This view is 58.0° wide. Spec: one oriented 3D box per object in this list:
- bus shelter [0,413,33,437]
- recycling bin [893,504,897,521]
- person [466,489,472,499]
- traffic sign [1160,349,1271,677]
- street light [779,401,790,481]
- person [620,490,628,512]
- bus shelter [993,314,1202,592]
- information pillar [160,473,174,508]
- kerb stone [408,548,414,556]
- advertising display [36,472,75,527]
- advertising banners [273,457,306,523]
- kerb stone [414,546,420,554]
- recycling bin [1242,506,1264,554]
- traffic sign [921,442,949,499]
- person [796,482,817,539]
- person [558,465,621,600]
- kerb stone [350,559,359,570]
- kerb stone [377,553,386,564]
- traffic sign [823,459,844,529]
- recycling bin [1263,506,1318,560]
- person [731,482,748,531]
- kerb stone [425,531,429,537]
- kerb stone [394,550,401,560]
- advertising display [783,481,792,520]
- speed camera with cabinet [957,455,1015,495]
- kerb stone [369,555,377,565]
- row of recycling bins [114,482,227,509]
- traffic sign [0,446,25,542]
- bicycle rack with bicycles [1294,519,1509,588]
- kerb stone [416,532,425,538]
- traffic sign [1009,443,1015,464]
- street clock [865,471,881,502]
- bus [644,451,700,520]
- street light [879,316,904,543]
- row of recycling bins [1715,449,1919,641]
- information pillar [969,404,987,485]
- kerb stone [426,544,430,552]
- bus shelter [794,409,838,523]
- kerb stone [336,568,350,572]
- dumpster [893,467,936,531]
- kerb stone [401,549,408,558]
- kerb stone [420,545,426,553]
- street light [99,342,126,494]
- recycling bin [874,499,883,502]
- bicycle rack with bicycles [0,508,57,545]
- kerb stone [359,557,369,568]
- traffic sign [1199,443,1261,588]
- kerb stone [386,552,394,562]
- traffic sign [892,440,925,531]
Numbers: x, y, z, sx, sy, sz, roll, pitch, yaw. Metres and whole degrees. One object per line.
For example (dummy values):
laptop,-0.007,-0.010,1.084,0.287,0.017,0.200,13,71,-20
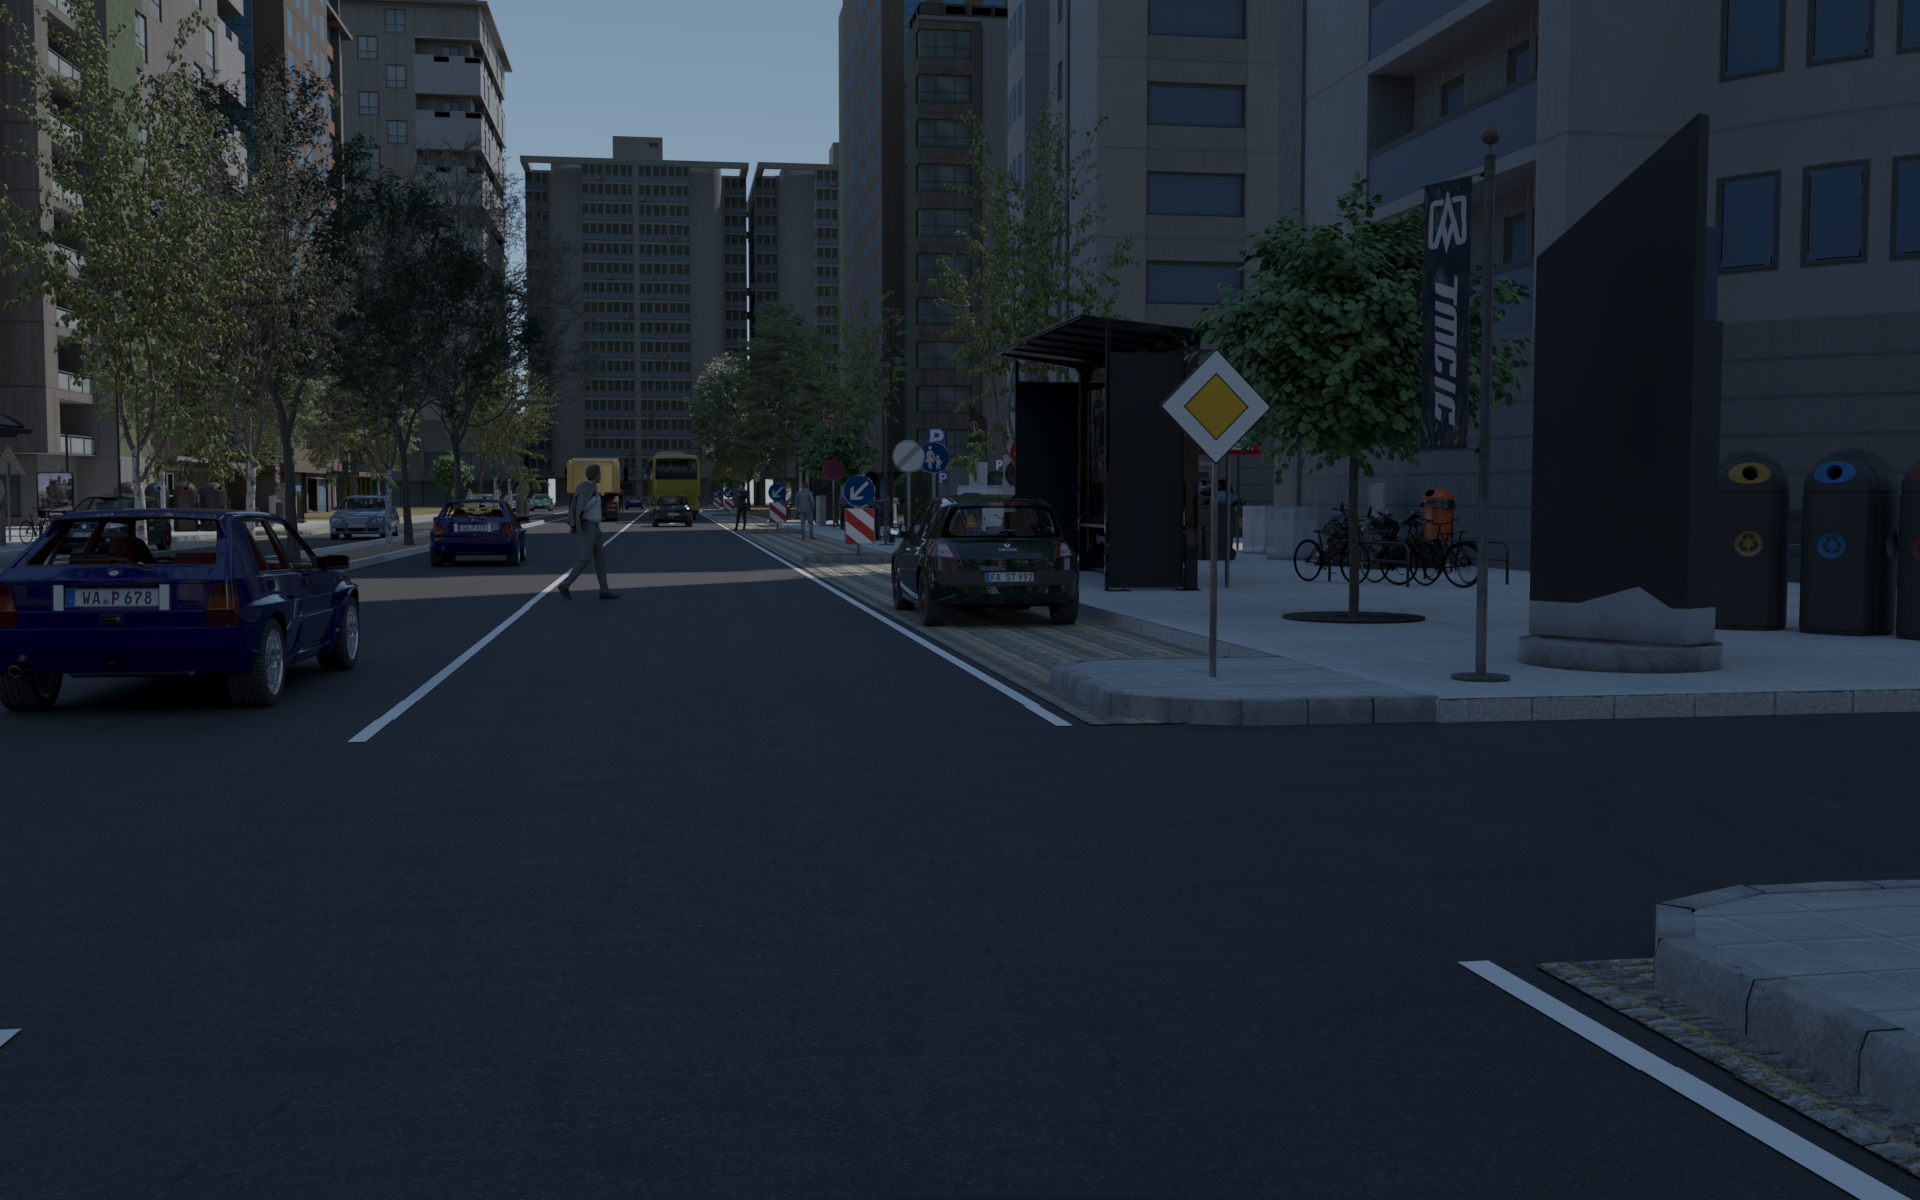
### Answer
bus shelter,-23.449,-2.820,40.024,2.014,3.302,5.546,-1,4,-10
recycling bin,-3.310,-4.350,83.675,0.722,1.027,0.722,2,4,27
person,-31.683,-6.282,111.877,0.621,1.740,0.551,-1,4,-15
traffic sign,1.771,-0.517,12.089,0.795,2.450,0.064,-1,4,-10
street light,-8.705,-6.933,86.135,0.468,5.910,1.993,-1,4,-10
person,-26.887,-7.842,137.233,1.217,1.766,0.721,-3,4,-36
bus shelter,1.906,-2.114,25.849,1.731,3.624,6.357,-1,4,-10
information pillar,-27.804,-3.442,60.768,0.304,2.012,0.304,1,4,20
kerb stone,-12.780,-1.084,39.915,0.120,0.150,1.000,-1,4,-10
advertising display,-26.077,-2.737,49.958,0.974,1.923,0.123,-1,4,-12
advertising banners,-29.645,-4.915,76.545,2.074,3.025,0.090,2,4,31
kerb stone,-12.952,-1.146,40.926,0.120,0.150,1.000,-1,4,-10
recycling bin,6.569,-1.510,37.249,0.722,1.027,0.722,-2,4,-33
traffic sign,-0.643,-2.582,42.322,0.768,2.556,0.104,0,4,-6
person,-4.836,-2.798,54.346,0.635,1.810,0.391,0,4,6
person,-5.040,-0.910,23.484,0.850,1.850,0.679,0,4,0
kerb stone,-11.584,-0.647,32.832,0.120,0.150,1.000,-1,4,-10
kerb stone,-12.095,-0.836,35.879,0.120,0.150,1.000,-1,4,-10
traffic sign,-4.652,-3.897,63.826,0.768,2.556,0.104,0,4,-2
recycling bin,6.493,-1.304,33.881,0.722,1.027,0.722,-2,4,-34
person,-8.547,-3.643,67.423,0.648,1.900,0.474,3,5,40
kerb stone,-17.906,-2.171,57.704,0.120,0.150,1.000,-1,4,-10
kerb stone,-12.437,-0.960,37.899,0.120,0.150,1.000,-1,4,-10
advertising display,-8.409,-4.844,84.406,0.123,1.923,0.974,1,4,13
speed camera with cabinet,0.863,-2.737,39.082,2.038,3.252,0.660,3,5,41
kerb stone,-11.931,-0.773,34.863,0.120,0.150,1.000,-1,4,-10
row of recycling bins,-26.869,-3.171,58.967,3.534,1.692,1.069,-3,4,-37
traffic sign,-25.595,-2.849,46.589,0.884,2.594,0.081,0,4,-4
bicycle rack with bicycles,6.535,-0.696,24.754,2.852,0.926,2.925,-2,4,-24
kerb stone,-17.726,-2.109,56.685,0.120,0.150,1.000,-1,4,-10
traffic sign,1.463,-2.319,38.016,0.768,2.556,0.104,0,4,-1
street clock,-2.791,-3.113,55.475,0.471,2.002,0.358,2,4,24
bus,-16.527,-6.598,99.431,2.896,3.916,12.252,-1,4,-12
street light,-1.791,-4.428,45.180,0.468,5.910,1.993,-1,4,-10
row of recycling bins,8.418,-0.520,15.614,1.069,1.692,3.534,-3,5,-41
information pillar,0.454,-3.274,44.886,0.504,3.616,0.183,1,4,18
kerb stone,-13.283,-1.262,42.958,0.120,0.150,1.000,-1,4,-10
bus shelter,-6.422,-6.236,79.584,2.179,5.291,8.768,-1,4,-10
kerb stone,-11.413,-0.588,31.821,0.120,0.150,1.000,-1,4,-10
dumpster,-1.303,-3.127,53.627,1.502,2.255,1.985,-1,4,-9
kerb stone,-12.604,-1.022,38.908,0.120,0.150,1.000,-1,4,-10
kerb stone,-13.117,-1.207,41.948,0.120,0.150,1.000,-1,4,-10
street light,-24.095,-4.696,49.571,0.468,5.910,1.993,-1,4,-10
recycling bin,-3.675,-3.842,75.366,0.722,1.027,0.722,-1,4,-22
bicycle rack with bicycles,-24.336,-1.890,44.292,2.852,0.926,2.925,0,4,-7
kerb stone,-11.746,-0.711,33.854,0.120,0.150,1.000,-1,4,-10
traffic sign,3.639,-1.439,23.533,0.884,2.594,0.081,0,4,-5
kerb stone,-12.261,-0.899,36.890,0.120,0.150,1.000,-1,4,-10
traffic sign,-1.215,-2.498,40.953,0.768,2.556,0.104,0,4,-1
